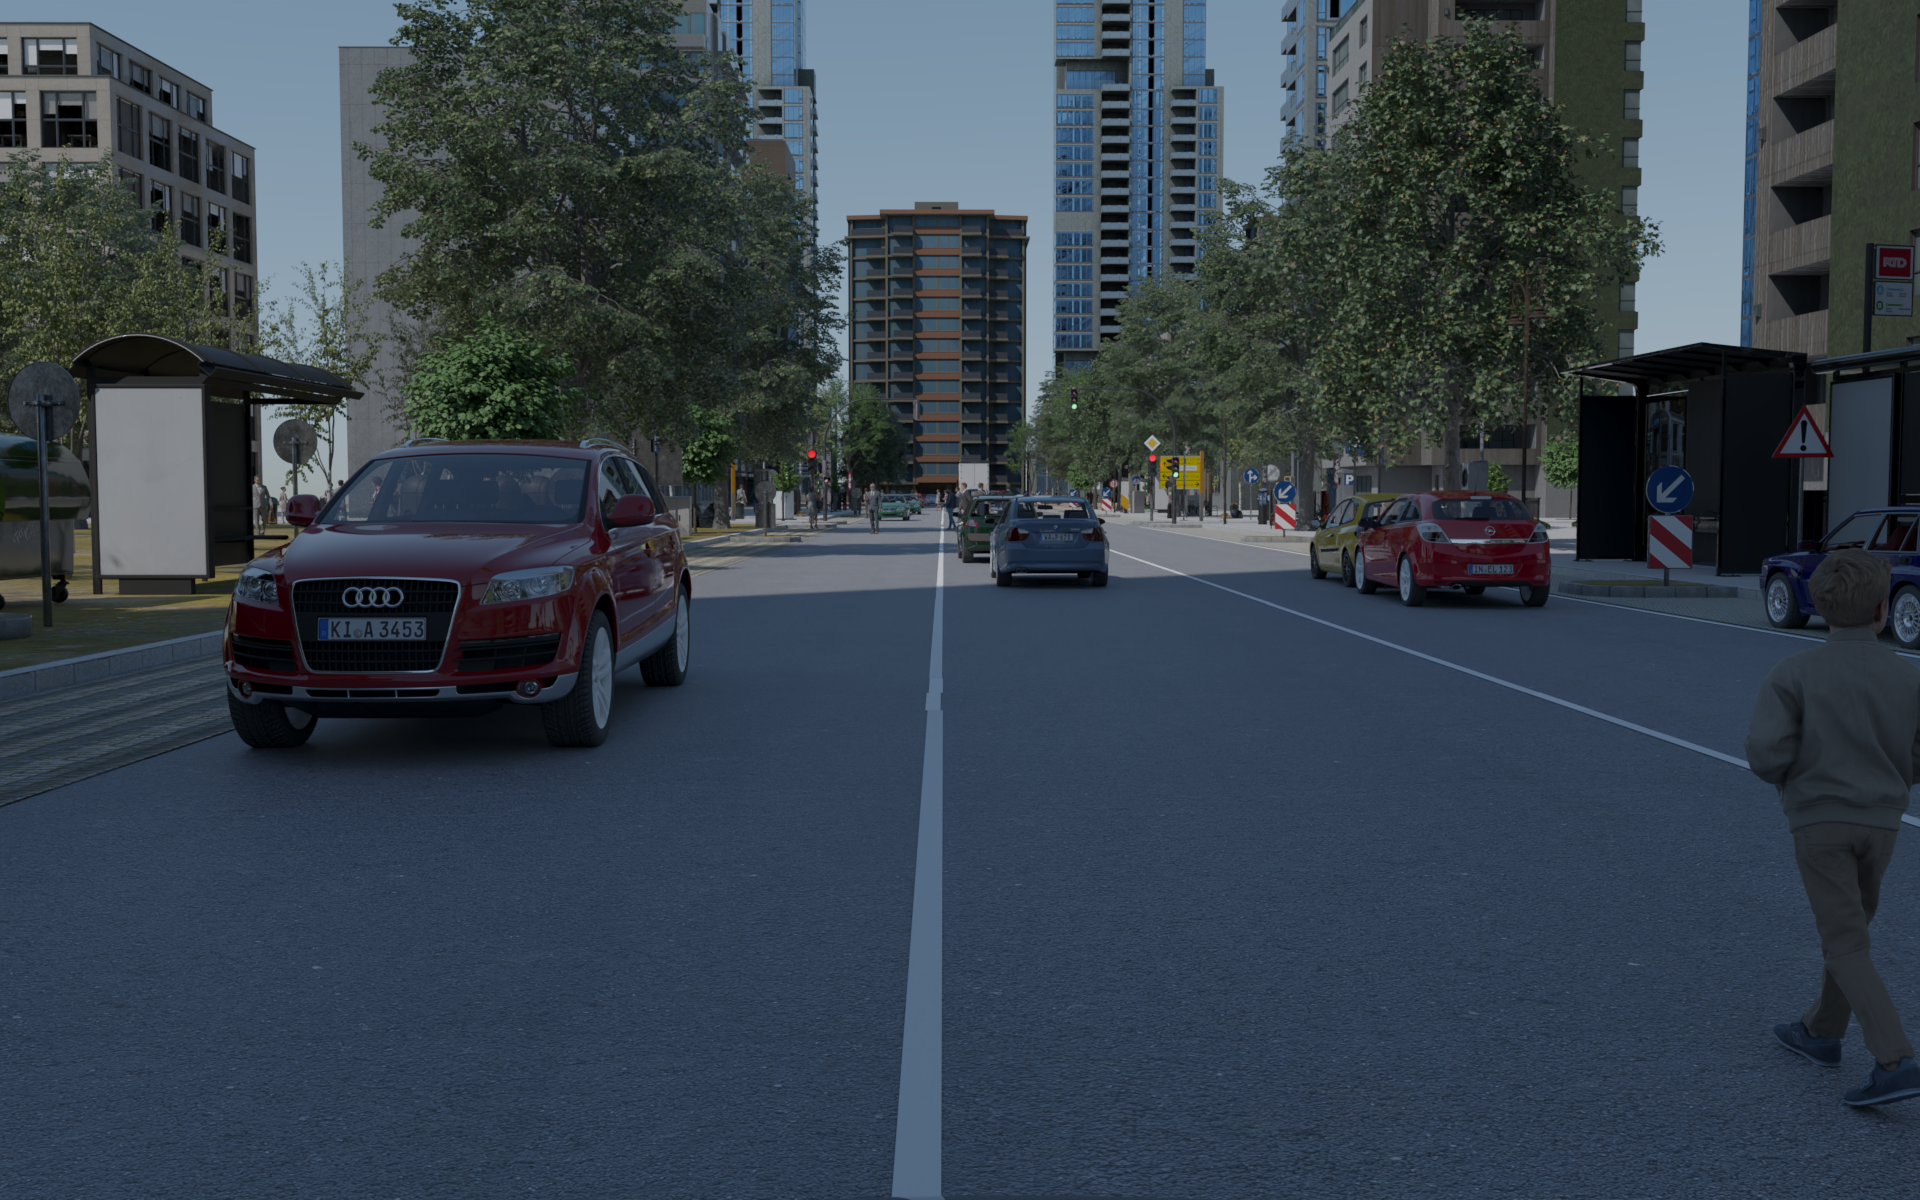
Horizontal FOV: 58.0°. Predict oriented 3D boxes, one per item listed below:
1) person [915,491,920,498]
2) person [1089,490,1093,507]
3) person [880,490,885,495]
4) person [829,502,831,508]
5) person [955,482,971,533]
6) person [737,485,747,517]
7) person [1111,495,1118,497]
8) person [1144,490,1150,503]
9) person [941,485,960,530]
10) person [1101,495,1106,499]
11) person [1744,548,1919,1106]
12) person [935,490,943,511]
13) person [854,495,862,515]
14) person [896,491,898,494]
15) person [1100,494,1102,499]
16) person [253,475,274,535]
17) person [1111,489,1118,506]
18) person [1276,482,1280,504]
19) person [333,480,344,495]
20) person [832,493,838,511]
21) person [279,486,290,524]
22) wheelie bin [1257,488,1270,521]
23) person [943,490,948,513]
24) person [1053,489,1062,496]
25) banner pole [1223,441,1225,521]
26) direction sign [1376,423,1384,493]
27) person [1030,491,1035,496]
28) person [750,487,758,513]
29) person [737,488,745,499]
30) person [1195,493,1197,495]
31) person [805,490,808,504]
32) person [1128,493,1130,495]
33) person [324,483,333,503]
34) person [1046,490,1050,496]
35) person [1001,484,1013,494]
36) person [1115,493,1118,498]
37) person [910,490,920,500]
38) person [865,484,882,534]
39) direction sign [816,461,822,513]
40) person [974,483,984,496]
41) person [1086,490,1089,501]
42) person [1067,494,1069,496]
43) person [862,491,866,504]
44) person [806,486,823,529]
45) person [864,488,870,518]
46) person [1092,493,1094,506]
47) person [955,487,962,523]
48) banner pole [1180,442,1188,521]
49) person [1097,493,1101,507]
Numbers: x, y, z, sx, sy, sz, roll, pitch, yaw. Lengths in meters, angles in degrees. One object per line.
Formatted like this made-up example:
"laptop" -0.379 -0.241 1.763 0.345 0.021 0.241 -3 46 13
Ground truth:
"person" -4.098 -9.412 162.908 0.617 1.759 0.750 1 4 16
"person" 12.953 -10.040 170.746 0.434 1.755 0.990 2 4 30
"person" -6.643 -8.523 148.018 0.661 1.801 0.590 0 4 4
"person" -11.708 -8.967 157.669 0.505 1.210 0.382 1 4 11
"person" 0.165 -3.323 62.610 0.755 1.850 0.659 0 4 -2
"person" -12.222 -5.557 97.002 0.616 1.811 0.778 2 4 27
"person" 18.341 -12.320 207.564 1.348 1.812 0.705 2 4 28
"person" 18.901 -10.439 176.713 0.705 1.826 1.348 3 5 40
"person" -0.378 -3.641 68.380 0.721 1.781 0.623 0 4 5
"person" 15.947 -11.228 190.142 0.750 1.759 0.617 -3 4 -38
"person" 2.117 0.526 4.166 0.475 1.303 0.640 -1 4 -9
"person" -1.778 -8.403 145.991 0.778 1.811 0.616 1 4 19
"person" -6.554 -6.184 109.792 0.661 1.801 0.590 -3 5 -42
"person" -7.795 -12.631 214.950 1.348 1.831 0.705 -2 4 -25
"person" 17.556 -12.734 214.788 0.434 1.755 0.990 2 4 30
"person" -19.841 -2.626 49.102 0.709 1.813 0.853 -2 4 -35
"person" 16.274 -10.861 183.756 1.348 1.807 0.705 3 4 37
"person" 13.588 -4.143 74.006 0.641 1.798 0.478 -3 5 -44
"person" -22.146 -3.396 61.845 0.678 1.792 0.850 1 4 23
"person" -9.479 -7.636 130.696 0.447 1.846 0.655 1 4 11
"person" -30.946 -4.319 79.457 0.599 1.781 0.374 3 4 36
"wheelie bin" 14.746 -4.622 83.475 0.693 1.594 0.980 -2 4 -31
"person" -0.961 -7.293 128.574 0.643 1.720 0.563 0 4 7
"person" 12.450 -13.207 221.610 1.348 1.869 0.705 -1 4 -20
"banner pole" 12.428 -5.600 81.578 0.401 3.779 0.863 1 4 14
"direction sign" 12.134 -3.554 50.103 0.379 3.537 0.876 0 4 1
"person" 7.400 -10.196 175.738 0.617 1.759 0.750 -1 4 -9
"person" -14.196 -6.966 120.279 0.623 1.781 0.721 -3 4 -38
"person" -15.910 -7.303 125.621 0.661 1.801 0.590 2 4 32
"person" 22.067 -9.337 161.955 0.557 1.426 1.065 -2 4 -25
"person" -19.476 -13.128 220.774 0.705 1.812 1.348 -2 4 -28
"person" 16.855 -10.340 175.818 1.217 1.736 0.721 0 4 -3
"person" -23.487 -3.541 64.777 0.563 1.720 0.643 -3 5 -43
"person" 10.861 -12.669 213.885 0.721 1.736 1.217 2 4 26
"person" 1.882 -3.744 69.490 0.659 1.850 0.755 1 4 12
"person" 16.072 -10.228 173.414 1.348 1.807 0.705 3 4 39
"person" -4.569 -9.659 166.561 1.348 1.807 0.705 0 4 5
"person" -3.140 -3.282 62.331 0.661 1.801 0.590 1 4 21
"direction sign" -9.646 -7.715 118.136 0.379 3.537 0.876 3 4 38
"person" 0.697 -3.177 60.400 0.822 1.834 0.622 -3 5 -40
"person" 15.923 -12.797 215.302 0.705 1.821 1.348 2 4 26
"person" 13.323 -12.301 207.120 1.348 1.831 0.705 2 4 33
"person" -12.682 -13.783 231.402 0.705 1.823 1.348 2 4 24
"person" -5.962 -3.826 71.418 0.716 1.782 0.532 2 4 24
"person" -5.546 -5.788 103.475 0.599 1.781 0.374 -3 4 -36
"person" 13.376 -10.062 172.023 0.415 1.643 0.593 3 5 42
"person" -0.129 -4.731 86.028 0.466 1.800 0.511 1 4 14
"banner pole" 10.854 -5.728 83.671 0.401 3.779 0.863 0 4 1
"person" 13.997 -10.425 177.014 0.721 1.766 1.217 -2 4 -29
